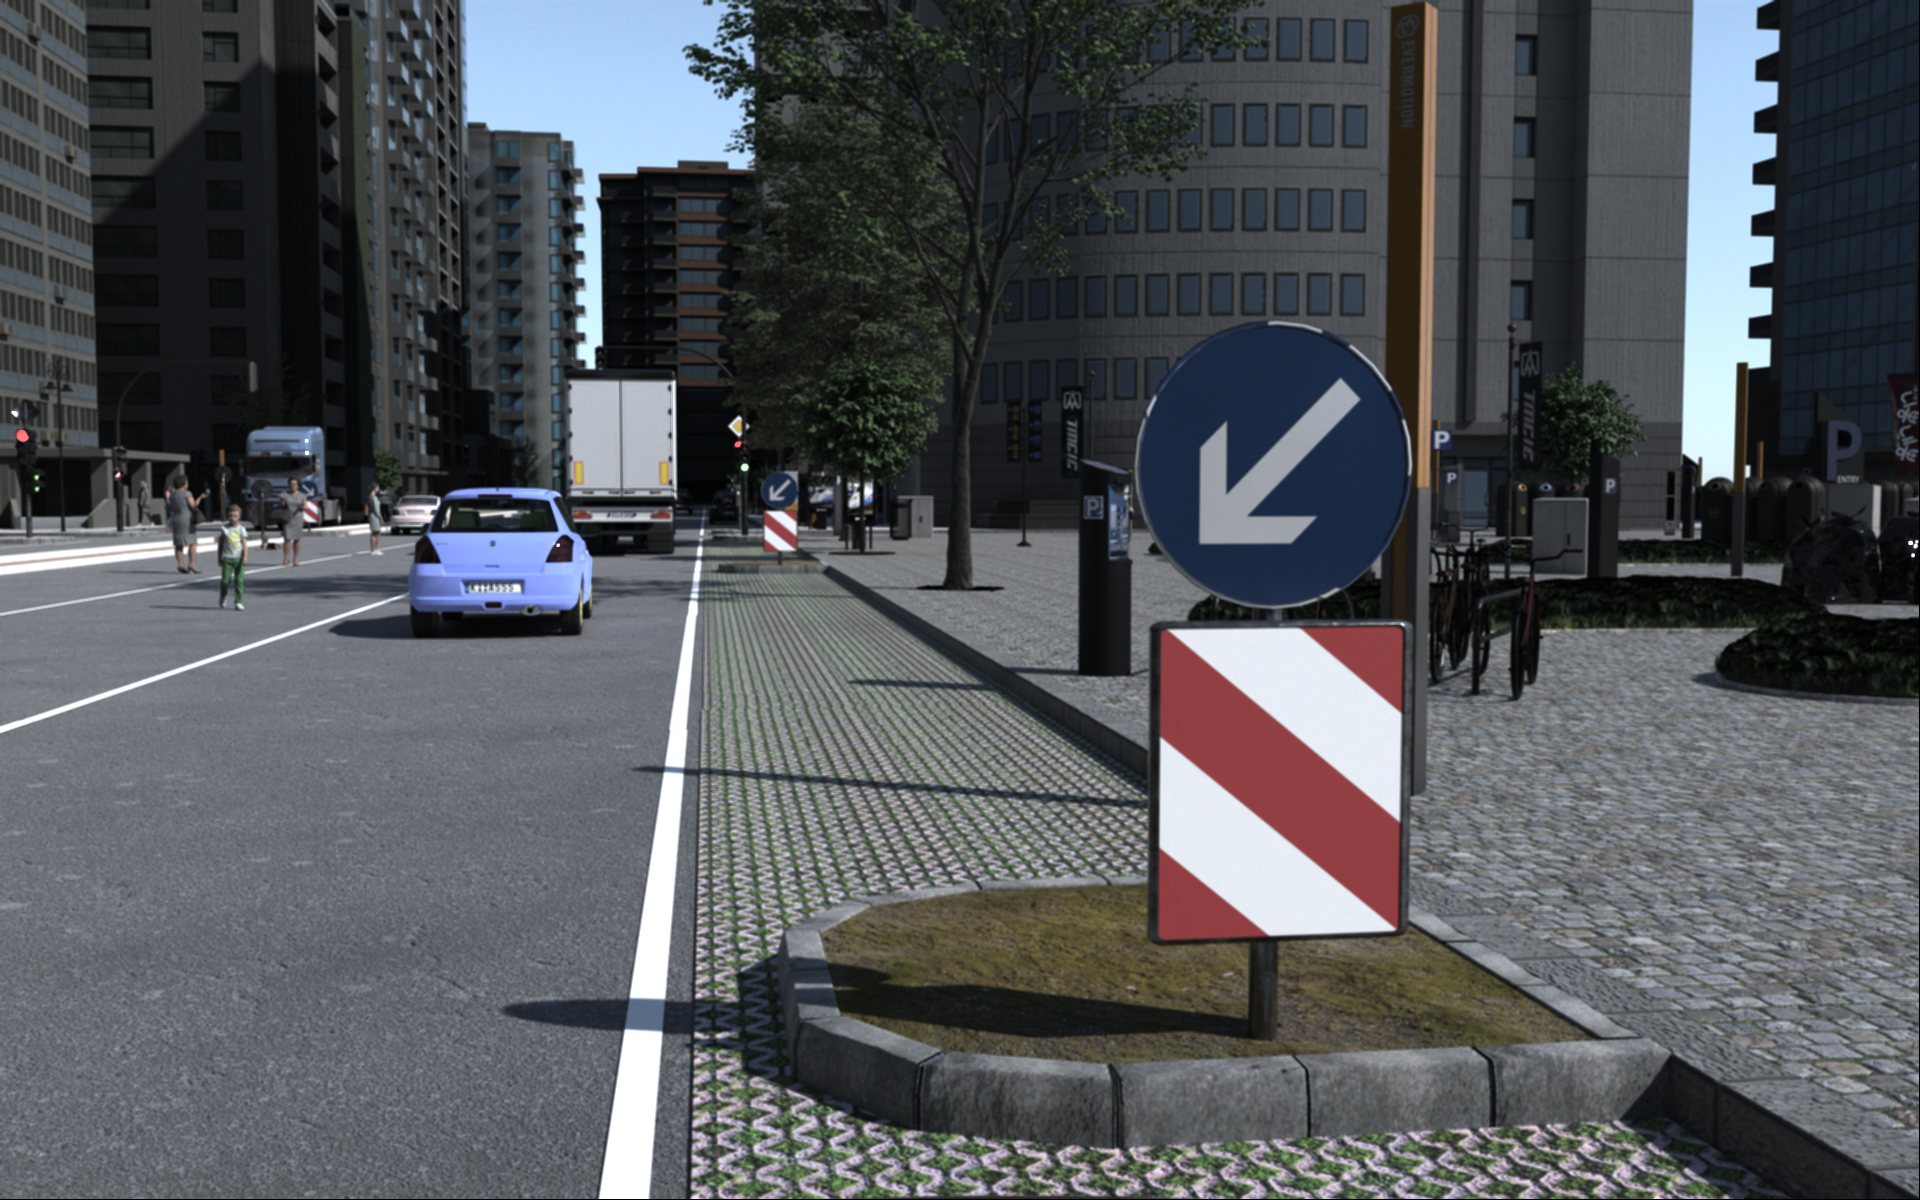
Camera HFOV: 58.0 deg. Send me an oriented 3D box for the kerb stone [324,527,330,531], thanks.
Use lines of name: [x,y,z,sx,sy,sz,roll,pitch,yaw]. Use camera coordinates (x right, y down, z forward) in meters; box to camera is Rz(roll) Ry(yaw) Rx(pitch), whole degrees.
kerb stone: [-24.209,-2.665,65.767,0.120,0.150,1.000,-1,4,-8]

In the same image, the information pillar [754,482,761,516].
information pillar: [-12.101,-6.065,103.661,0.304,2.012,0.304,-3,5,-41]

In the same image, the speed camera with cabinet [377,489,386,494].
speed camera with cabinet: [-41.472,-7.841,122.541,0.660,3.252,2.038,1,4,17]

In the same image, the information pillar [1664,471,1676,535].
information pillar: [22.229,-3.040,54.199,0.304,2.012,0.304,1,4,20]

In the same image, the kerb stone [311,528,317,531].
kerb stone: [-23.912,-2.541,63.733,0.120,0.150,1.000,-1,4,-8]

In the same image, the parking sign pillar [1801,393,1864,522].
parking sign pillar: [23.397,-3.528,46.150,1.447,3.967,1.447,-1,4,-15]

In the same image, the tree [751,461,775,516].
tree: [-11.359,-6.602,102.540,1.663,3.219,1.824,0,3,0]

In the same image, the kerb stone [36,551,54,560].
kerb stone: [-20.121,-0.958,37.859,0.120,0.150,1.000,-1,4,-8]

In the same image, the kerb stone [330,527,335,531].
kerb stone: [-24.364,-2.727,66.777,0.120,0.150,1.000,-1,4,-8]

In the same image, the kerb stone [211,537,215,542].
kerb stone: [-22.054,-1.764,51.032,0.120,0.150,1.000,-1,4,-8]

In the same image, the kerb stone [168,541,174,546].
kerb stone: [-21.463,-1.514,46.984,0.120,0.150,1.000,-1,4,-8]

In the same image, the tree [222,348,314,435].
tree: [-35.157,-8.431,88.206,4.737,8.622,4.395,0,3,0]

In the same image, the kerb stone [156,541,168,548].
kerb stone: [-21.311,-1.454,45.973,0.120,0.150,1.000,-1,4,-8]

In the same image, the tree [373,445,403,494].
tree: [-39.156,-8.141,116.813,4.285,4.588,4.351,0,3,0]

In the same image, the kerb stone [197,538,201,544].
kerb stone: [-21.754,-1.640,49.009,0.120,0.150,1.000,-1,4,-8]

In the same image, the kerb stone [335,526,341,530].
kerb stone: [-24.516,-2.789,67.797,0.120,0.150,1.000,-1,4,-8]

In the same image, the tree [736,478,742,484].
tree: [-21.450,-10.849,171.977,1.663,3.219,1.824,0,3,0]

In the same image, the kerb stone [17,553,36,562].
kerb stone: [-19.974,-0.891,36.844,0.120,0.150,1.000,-1,4,-8]

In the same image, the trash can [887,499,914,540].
trash can: [-1.657,-2.241,48.297,0.748,1.137,0.748,0,3,0]

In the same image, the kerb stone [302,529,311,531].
kerb stone: [-23.764,-2.478,62.715,0.120,0.150,1.000,-1,4,-8]

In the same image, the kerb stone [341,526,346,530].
kerb stone: [-24.660,-2.852,68.821,0.120,0.150,1.000,-1,4,-8]

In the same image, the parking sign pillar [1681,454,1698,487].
parking sign pillar: [48.573,-7.756,115.278,1.447,3.967,1.447,-2,4,-33]

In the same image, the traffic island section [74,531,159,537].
traffic island section: [-28.572,-2.240,58.897,2.009,0.180,2.903,-1,4,-8]

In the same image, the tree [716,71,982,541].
tree: [-2.646,-7.878,46.935,7.486,12.596,7.792,0,3,0]

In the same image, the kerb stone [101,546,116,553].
kerb stone: [-20.715,-1.203,41.917,0.120,0.150,1.000,-1,4,-8]

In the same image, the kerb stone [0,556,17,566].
kerb stone: [-19.833,-0.829,35.832,0.120,0.150,1.000,-1,4,-8]

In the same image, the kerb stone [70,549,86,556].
kerb stone: [-20.420,-1.081,39.883,0.120,0.150,1.000,-1,4,-8]

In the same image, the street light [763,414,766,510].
street light: [-10.918,-7.573,96.602,0.468,5.910,1.993,-1,4,-8]

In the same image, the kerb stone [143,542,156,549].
kerb stone: [-21.163,-1.392,44.962,0.120,0.150,1.000,-1,4,-8]

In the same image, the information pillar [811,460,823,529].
information pillar: [-5.270,-4.440,63.947,0.504,3.616,0.183,2,4,30]

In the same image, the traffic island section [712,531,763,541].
traffic island section: [-6.693,-1.941,54.013,2.009,0.180,2.903,-1,4,-8]

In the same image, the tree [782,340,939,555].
tree: [-2.008,-3.255,36.941,4.285,4.588,4.351,0,3,0]

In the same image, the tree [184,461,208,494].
tree: [-39.270,-5.700,87.795,1.663,3.219,1.824,0,3,0]

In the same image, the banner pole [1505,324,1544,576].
banner pole: [8.199,-2.159,25.325,0.401,3.779,0.863,-2,4,-25]

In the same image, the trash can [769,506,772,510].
trash can: [-14.373,-7.420,132.967,0.748,1.137,0.748,0,3,0]

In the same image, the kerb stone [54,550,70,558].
kerb stone: [-20.271,-1.020,38.870,0.120,0.150,1.000,-1,4,-8]

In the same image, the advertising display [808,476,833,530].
advertising display: [-4.983,-3.488,62.238,0.974,1.923,0.123,0,4,-2]

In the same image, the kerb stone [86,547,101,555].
kerb stone: [-20.572,-1.140,40.894,0.120,0.150,1.000,-1,4,-8]

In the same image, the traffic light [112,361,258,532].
traffic light: [-26.474,-5.164,59.104,4.771,5.953,1.251,-1,4,-8]

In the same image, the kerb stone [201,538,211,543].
kerb stone: [-21.905,-1.702,50.021,0.120,0.150,1.000,-1,4,-8]

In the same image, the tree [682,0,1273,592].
tree: [0.158,-5.938,22.847,9.928,11.665,9.643,0,3,0]

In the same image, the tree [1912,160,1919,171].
tree: [11.731,-4.041,16.434,4.360,8.622,3.978,0,3,0]

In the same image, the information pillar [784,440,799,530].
information pillar: [-6.046,-4.327,62.105,0.504,3.616,0.183,0,4,2]

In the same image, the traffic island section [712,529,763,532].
traffic island section: [-7.850,-2.424,61.915,2.009,0.180,2.903,-1,4,-8]

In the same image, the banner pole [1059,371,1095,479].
banner pole: [2.442,-2.768,35.271,0.863,3.779,0.401,1,4,15]

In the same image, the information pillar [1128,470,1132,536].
information pillar: [5.066,-2.965,52.962,0.304,2.012,0.304,-1,4,-14]

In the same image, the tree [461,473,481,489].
tree: [-45.662,-10.190,161.211,1.663,3.219,1.824,0,3,0]

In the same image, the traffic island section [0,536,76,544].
traffic island section: [-27.415,-1.756,50.996,2.009,0.180,2.903,-1,4,-8]

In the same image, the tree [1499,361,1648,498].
tree: [15.059,-3.594,42.482,4.285,4.588,4.351,0,3,0]

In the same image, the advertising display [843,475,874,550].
advertising display: [-2.342,-2.133,40.091,0.123,1.923,0.974,3,4,38]

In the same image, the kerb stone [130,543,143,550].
kerb stone: [-21.017,-1.328,43.945,0.120,0.150,1.000,-1,4,-8]

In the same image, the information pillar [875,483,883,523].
information pillar: [-3.545,-4.378,76.073,0.304,2.012,0.304,-1,4,-17]

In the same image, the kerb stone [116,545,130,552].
kerb stone: [-20.864,-1.266,42.928,0.120,0.150,1.000,-1,4,-8]

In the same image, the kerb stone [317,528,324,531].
kerb stone: [-24.063,-2.602,64.754,0.120,0.150,1.000,-1,4,-8]

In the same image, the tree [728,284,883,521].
tree: [-5.897,-8.303,70.174,7.601,10.594,8.767,0,4,-4]

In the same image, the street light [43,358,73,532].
street light: [-30.537,-5.261,58.801,0.468,5.910,1.993,-1,4,-8]

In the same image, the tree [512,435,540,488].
tree: [-52.966,-15.858,209.637,4.737,8.622,4.395,0,3,0]
